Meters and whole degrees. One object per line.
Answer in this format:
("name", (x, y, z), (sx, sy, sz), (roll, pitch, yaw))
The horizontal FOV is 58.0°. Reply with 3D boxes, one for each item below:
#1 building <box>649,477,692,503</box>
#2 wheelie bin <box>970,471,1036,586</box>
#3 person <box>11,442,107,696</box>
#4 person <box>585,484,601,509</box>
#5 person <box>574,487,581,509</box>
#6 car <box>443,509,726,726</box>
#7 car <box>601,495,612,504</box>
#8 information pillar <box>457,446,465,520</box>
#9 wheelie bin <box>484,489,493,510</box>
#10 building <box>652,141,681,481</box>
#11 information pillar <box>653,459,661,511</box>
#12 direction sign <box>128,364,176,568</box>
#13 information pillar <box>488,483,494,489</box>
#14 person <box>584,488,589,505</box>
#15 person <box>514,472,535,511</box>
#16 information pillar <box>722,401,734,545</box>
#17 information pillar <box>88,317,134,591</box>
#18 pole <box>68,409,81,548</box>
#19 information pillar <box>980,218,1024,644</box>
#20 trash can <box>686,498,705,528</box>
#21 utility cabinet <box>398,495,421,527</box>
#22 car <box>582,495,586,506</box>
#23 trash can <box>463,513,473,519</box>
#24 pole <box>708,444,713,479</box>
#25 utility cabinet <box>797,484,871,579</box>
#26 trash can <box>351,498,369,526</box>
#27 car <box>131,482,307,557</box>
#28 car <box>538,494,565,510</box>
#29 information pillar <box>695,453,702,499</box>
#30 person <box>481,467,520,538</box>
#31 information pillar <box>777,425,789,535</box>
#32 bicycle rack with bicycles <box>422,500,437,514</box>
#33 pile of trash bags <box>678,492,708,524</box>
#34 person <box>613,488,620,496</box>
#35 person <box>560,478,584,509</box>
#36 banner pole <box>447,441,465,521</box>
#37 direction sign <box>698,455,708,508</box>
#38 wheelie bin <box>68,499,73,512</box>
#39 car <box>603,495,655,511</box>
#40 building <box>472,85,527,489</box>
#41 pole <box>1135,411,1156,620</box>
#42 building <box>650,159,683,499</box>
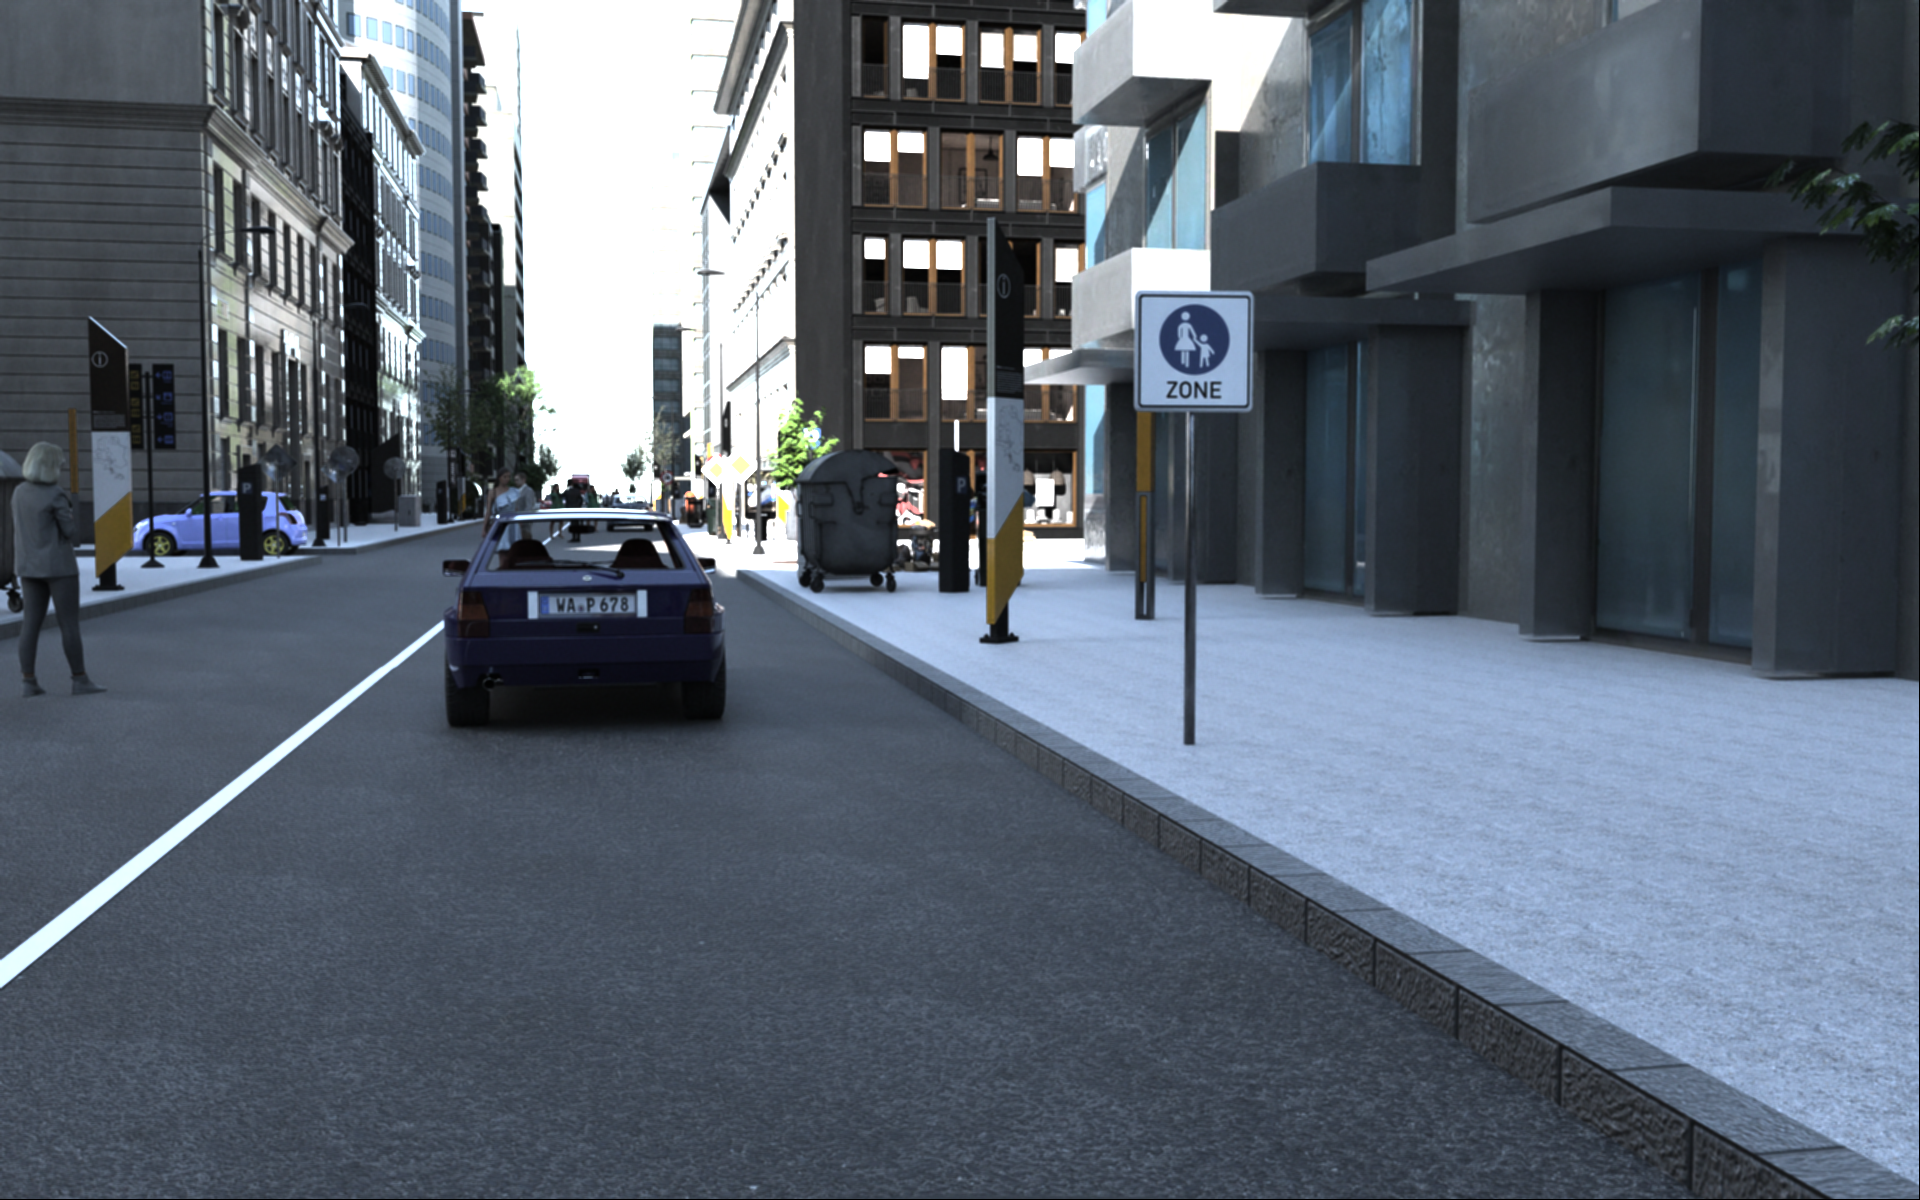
("building", (-31.346, -35.086, 265.535), (32.217, 40.220, 23.993), (-1, 4, -12))
("wheelie bin", (0.572, -0.996, 24.200), (0.980, 1.594, 0.693), (0, 4, -3))
("person", (-6.530, -0.230, 12.446), (0.537, 1.800, 0.526), (2, 4, 28))
("person", (-13.742, -3.427, 64.773), (0.529, 1.795, 0.600), (3, 5, 40))
("person", (-22.304, -5.631, 100.549), (0.794, 1.824, 0.713), (-2, 4, -23))
("car", (-2.649, 0.025, 12.173), (1.945, 1.354, 3.894), (-1, 4, -13))
("car", (-49.190, -14.055, 242.160), (2.083, 1.381, 4.827), (-1, 4, -11))
("information pillar", (-24.201, -5.668, 84.033), (0.504, 3.616, 0.183), (3, 4, 39))
("wheelie bin", (-28.521, -5.973, 105.573), (0.980, 1.594, 0.693), (-2, 4, -27))
("building", (-30.389, -37.804, 237.704), (23.786, 49.044, 30.456), (-1, 4, -12))
("information pillar", (-20.365, -7.643, 116.319), (0.504, 3.616, 0.183), (-2, 4, -34))
("direction sign", (-14.129, -2.337, 30.205), (0.876, 3.537, 0.379), (0, 4, -8))
("information pillar", (-31.021, -6.745, 114.773), (0.304, 2.012, 0.304), (2, 4, 28))
("person", (-24.836, -6.556, 115.552), (0.638, 1.841, 0.748), (2, 4, 28))
("person", (-7.551, -1.307, 29.984), (0.853, 1.813, 0.709), (-3, 5, -40))
("information pillar", (-5.869, -3.199, 43.665), (0.183, 3.616, 0.504), (-2, 4, -23))
("information pillar", (-11.274, -1.935, 22.984), (0.504, 3.616, 0.183), (0, 4, -2))
("pole", (-21.159, -2.908, 41.384), (0.158, 3.312, 0.155), (0, 3, 0))
("information pillar", (0.386, -1.445, 14.973), (0.183, 3.616, 0.504), (2, 4, 34))
("trash can", (-10.063, -3.318, 65.905), (0.748, 1.137, 0.748), (0, 3, 0))
("utility cabinet", (-21.830, -3.514, 68.620), (1.020, 1.237, 0.306), (2, 4, 33))
("car", (-46.000, -11.988, 208.362), (2.083, 1.381, 4.827), (-1, 4, -12))
("trash can", (-25.266, -4.718, 88.785), (0.748, 1.137, 0.748), (0, 3, 0))
("pole", (-10.092, -4.664, 70.098), (0.158, 3.312, 0.155), (0, 3, 0))
("utility cabinet", (-1.862, -1.064, 26.072), (1.173, 1.500, 0.318), (-2, 4, -35))
("trash can", (-24.382, -3.594, 70.419), (0.748, 1.137, 0.748), (0, 3, 0))
("car", (-16.794, -1.816, 39.277), (3.694, 1.707, 1.945), (-1, 4, -13))
("car", (-26.033, -6.276, 111.648), (2.155, 1.783, 4.494), (-1, 4, -10))
("information pillar", (-15.072, -6.630, 99.754), (0.183, 3.616, 0.504), (3, 5, 43))
("person", (-6.460, -0.968, 24.427), (0.616, 1.811, 0.778), (-2, 4, -28))
("information pillar", (-5.468, -3.843, 54.196), (0.504, 3.616, 0.183), (2, 4, 25))
("bicycle rack with bicycles", (-34.713, -6.075, 112.716), (2.852, 0.926, 2.925), (-2, 4, -34))
("pile of trash bags", (-11.288, -3.974, 74.732), (1.912, 1.369, 3.447), (0, 4, 3))
("person", (-21.348, -6.069, 107.699), (0.573, 1.828, 0.580), (-3, 5, -44))
("person", (-11.566, -2.675, 51.593), (0.474, 1.900, 0.648), (3, 4, 38))
("banner pole", (-23.961, -5.644, 82.296), (0.863, 3.779, 0.401), (-3, 5, -39))
("direction sign", (-14.873, -6.676, 101.154), (0.876, 3.537, 0.379), (0, 4, -2))
("wheelie bin", (-15.064, -1.268, 28.642), (0.693, 1.594, 0.980), (-2, 4, -30))
("car", (-12.984, -3.423, 67.976), (2.014, 1.417, 4.499), (-1, 4, -12))
("building", (-63.728, -35.725, 207.807), (21.300, 48.544, 21.600), (-1, 4, -12))
("pole", (1.894, -1.456, 17.641), (0.158, 3.312, 0.155), (0, 3, 0))
("building", (-31.229, -32.507, 215.085), (14.154, 41.232, 14.086), (-1, 4, -12))
